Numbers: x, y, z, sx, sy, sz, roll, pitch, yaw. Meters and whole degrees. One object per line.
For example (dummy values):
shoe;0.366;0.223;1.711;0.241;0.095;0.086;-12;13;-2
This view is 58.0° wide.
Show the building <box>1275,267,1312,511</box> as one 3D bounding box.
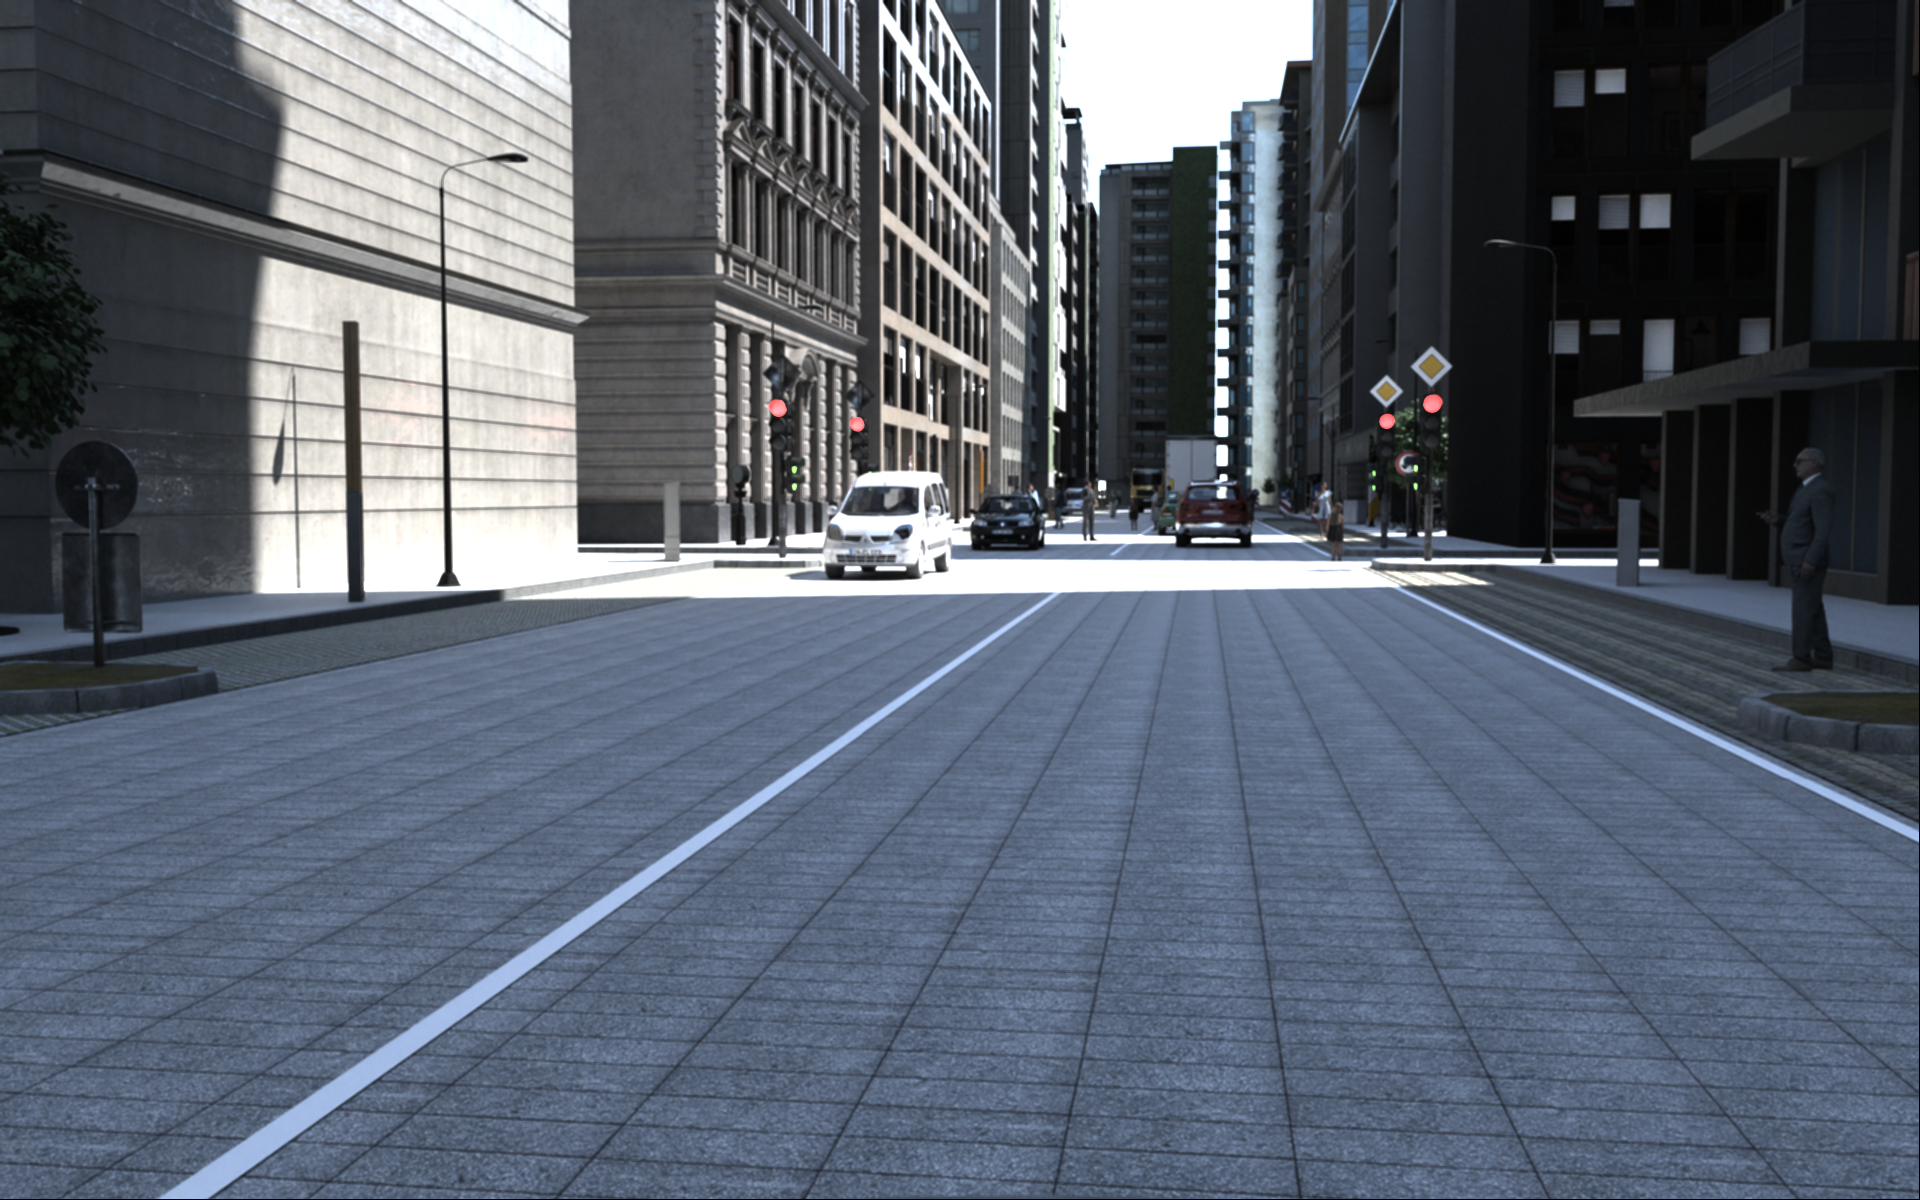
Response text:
building;41.081;-18.326;144.673;27.650;21.520;28.899;0;4;8

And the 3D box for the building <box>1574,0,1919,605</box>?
building;19.894;-22.034;14.888;22.147;44.769;28.867;0;4;8

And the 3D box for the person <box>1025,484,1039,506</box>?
person;2.479;-3.106;59.551;0.793;1.790;0.793;1;4;15

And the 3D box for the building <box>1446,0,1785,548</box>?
building;21.978;-13.201;45.517;15.834;23.373;12.332;0;4;8

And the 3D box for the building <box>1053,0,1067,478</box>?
building;-5.233;-34.056;146.052;28.713;52.752;27.495;0;4;8

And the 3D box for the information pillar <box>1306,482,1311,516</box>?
information pillar;20.846;-6.062;103.601;0.304;2.012;0.304;1;4;17

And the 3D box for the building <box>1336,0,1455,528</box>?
building;25.468;-15.855;78.290;14.314;24.678;30.058;0;4;8

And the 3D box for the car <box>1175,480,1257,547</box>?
car;7.088;-2.413;48.128;2.281;1.827;5.304;1;4;10

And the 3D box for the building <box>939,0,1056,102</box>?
building;-0.718;-26.987;124.831;14.154;41.232;14.086;0;4;8

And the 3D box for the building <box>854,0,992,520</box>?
building;-10.136;-16.971;81.988;19.350;26.468;34.151;0;4;8

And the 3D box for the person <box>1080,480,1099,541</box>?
person;3.971;-2.715;52.698;0.655;1.846;0.447;-3;5;-42

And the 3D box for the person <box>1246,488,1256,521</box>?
person;15.484;-5.111;92.468;0.661;1.777;0.834;0;4;-7

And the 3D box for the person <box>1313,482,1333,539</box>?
person;11.436;-2.813;54.582;0.616;1.811;0.778;2;4;23

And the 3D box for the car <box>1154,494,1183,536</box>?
car;7.927;-3.023;61.216;2.131;1.459;4.920;0;4;6

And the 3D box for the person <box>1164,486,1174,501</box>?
person;9.693;-4.368;79.940;0.660;1.820;0.620;-3;5;-44

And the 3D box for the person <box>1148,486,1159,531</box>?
person;7.570;-3.597;67.876;0.524;1.755;0.480;1;4;21

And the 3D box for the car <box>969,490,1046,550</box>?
car;1.288;-2.187;45.542;2.009;1.686;4.222;0;4;6

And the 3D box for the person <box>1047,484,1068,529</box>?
person;3.933;-3.761;69.980;0.713;1.824;0.794;3;5;39

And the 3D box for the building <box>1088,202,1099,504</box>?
building;5.871;-32.203;218.392;23.993;40.220;32.217;0;4;8

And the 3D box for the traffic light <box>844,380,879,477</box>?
traffic light;-2.443;-3.278;42.522;0.839;4.253;0.868;0;4;8

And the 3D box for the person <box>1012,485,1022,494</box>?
person;2.407;-3.969;73.421;0.581;1.822;0.654;2;4;34

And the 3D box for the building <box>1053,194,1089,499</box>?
building;4.866;-24.151;166.574;14.160;30.474;14.107;0;4;8

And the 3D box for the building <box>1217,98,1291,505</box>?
building;46.319;-35.999;208.197;30.456;49.044;23.786;0;4;8

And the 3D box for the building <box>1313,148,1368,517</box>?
building;27.351;-16.821;103.903;11.050;23.489;19.941;0;4;8

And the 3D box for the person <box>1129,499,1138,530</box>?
person;6.844;-3.369;68.249;0.362;1.253;0.373;1;4;10

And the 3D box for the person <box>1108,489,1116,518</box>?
person;9.046;-5.723;102.617;0.519;1.759;0.362;-3;5;-42

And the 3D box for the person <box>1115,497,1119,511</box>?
person;10.467;-6.313;116.393;0.352;1.250;0.332;-1;4;-15

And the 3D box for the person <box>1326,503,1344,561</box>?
person;7.999;-1.453;36.928;0.362;1.253;0.373;0;4;5

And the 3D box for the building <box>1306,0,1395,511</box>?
building;32.338;-28.927;123.065;14.600;45.320;14.200;0;4;8

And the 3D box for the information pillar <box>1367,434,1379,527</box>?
information pillar;16.164;-4.668;67.683;0.504;3.616;0.183;-2;4;-33

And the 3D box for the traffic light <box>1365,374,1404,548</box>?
traffic light;10.002;-3.174;40.819;0.839;4.253;0.868;0;4;8

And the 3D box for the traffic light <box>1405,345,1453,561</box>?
traffic light;8.905;-2.690;32.909;0.839;4.253;0.868;0;4;8

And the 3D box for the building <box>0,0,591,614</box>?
building;-29.830;-15.406;28.302;44.131;29.872;17.030;0;4;8

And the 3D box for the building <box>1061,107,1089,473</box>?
building;6.676;-30.738;186.159;14.086;41.232;14.154;0;4;8

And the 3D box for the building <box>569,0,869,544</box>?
building;-9.694;-13.750;53.687;11.050;23.489;19.941;0;4;8

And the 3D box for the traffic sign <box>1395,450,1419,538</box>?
traffic sign;13.053;-3.078;50.424;0.768;2.556;0.104;1;4;11

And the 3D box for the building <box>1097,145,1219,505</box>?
building;23.610;-32.001;206.803;14.086;41.232;14.154;0;4;8

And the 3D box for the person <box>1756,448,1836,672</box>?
person;6.790;-0.328;14.036;0.590;1.801;0.661;1;4;14

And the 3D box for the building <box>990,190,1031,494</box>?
building;-1.645;-15.421;106.887;10.420;20.320;16.860;0;4;8

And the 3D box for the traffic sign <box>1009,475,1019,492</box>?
traffic sign;2.948;-5.659;94.651;0.606;2.300;0.079;1;4;15

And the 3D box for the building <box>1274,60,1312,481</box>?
building;42.996;-31.700;172.920;22.147;44.769;28.867;0;4;8

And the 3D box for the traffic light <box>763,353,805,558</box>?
traffic light;-3.540;-2.795;34.612;0.839;4.253;0.868;0;4;8
